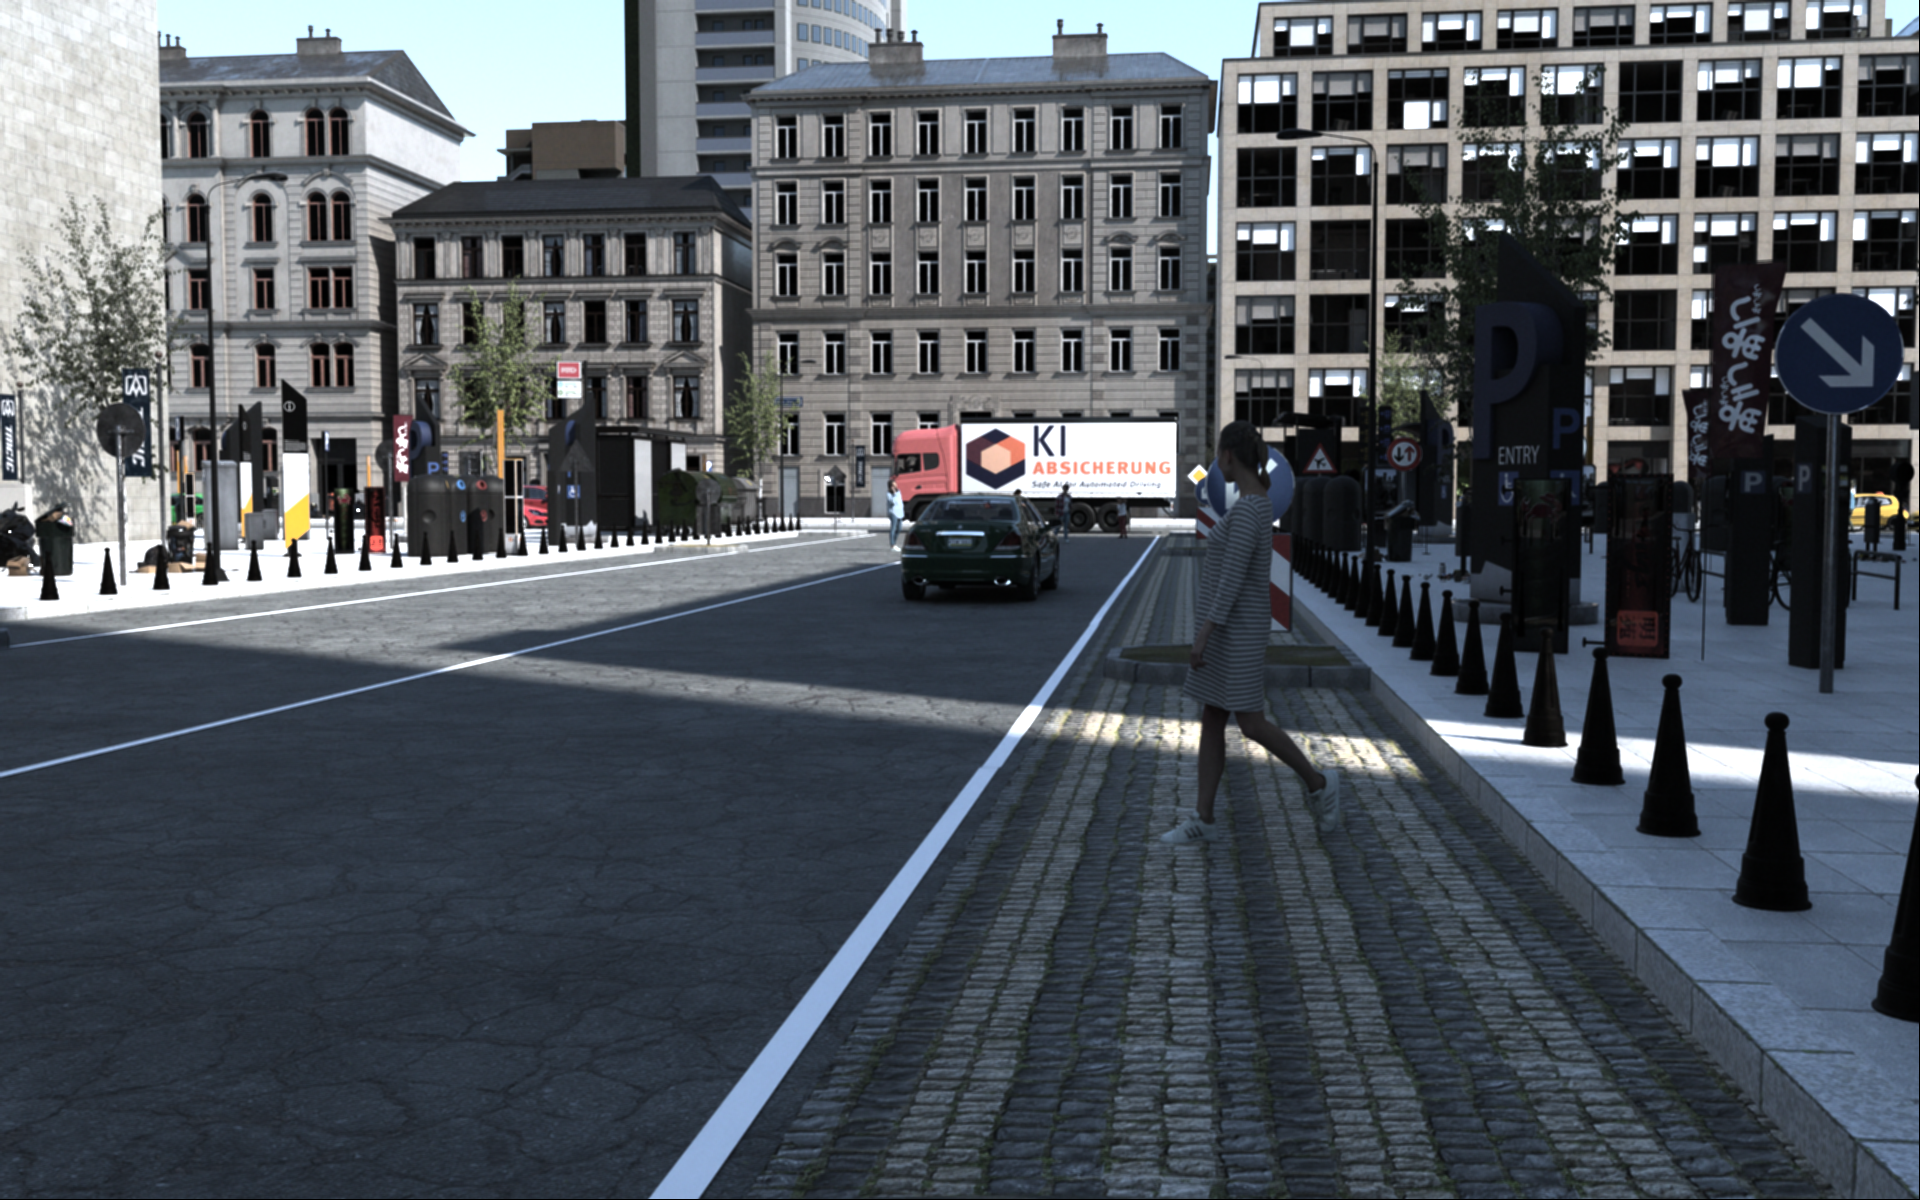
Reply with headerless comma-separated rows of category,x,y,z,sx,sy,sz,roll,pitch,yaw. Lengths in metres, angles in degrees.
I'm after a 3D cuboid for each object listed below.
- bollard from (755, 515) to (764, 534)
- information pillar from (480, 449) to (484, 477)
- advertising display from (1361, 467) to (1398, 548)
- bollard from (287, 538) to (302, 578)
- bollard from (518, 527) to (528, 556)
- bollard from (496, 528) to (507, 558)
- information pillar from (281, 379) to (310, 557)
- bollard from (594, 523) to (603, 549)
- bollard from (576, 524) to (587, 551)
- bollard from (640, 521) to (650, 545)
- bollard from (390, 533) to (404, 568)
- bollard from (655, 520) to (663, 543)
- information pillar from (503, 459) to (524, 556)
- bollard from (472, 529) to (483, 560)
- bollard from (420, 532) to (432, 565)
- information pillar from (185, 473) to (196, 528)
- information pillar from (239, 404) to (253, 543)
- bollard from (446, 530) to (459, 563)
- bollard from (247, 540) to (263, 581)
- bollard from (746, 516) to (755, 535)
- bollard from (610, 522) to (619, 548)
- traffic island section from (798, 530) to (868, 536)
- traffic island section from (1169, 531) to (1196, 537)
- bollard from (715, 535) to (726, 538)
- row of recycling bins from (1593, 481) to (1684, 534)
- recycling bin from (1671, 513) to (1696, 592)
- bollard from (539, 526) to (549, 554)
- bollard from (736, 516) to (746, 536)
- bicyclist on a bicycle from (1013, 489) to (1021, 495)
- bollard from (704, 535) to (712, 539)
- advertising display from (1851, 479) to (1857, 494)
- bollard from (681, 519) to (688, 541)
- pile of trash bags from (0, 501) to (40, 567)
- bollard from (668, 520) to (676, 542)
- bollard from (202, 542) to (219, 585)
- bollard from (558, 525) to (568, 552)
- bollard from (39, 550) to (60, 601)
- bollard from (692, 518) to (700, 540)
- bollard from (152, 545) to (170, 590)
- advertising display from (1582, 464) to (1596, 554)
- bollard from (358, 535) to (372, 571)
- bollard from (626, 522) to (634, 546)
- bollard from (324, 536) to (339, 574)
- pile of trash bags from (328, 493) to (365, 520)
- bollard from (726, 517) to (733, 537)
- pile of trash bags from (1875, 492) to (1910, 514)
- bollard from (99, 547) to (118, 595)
bollard,-6.470,-2.403,55.324,0.229,0.601,0.229,0,3,0
information pillar,-25.188,-6.109,91.235,0.183,3.616,0.504,0,4,-3
advertising display,10.043,-2.219,41.488,0.974,1.923,0.123,-1,4,-22
bollard,-10.266,-0.651,26.692,0.229,0.601,0.229,0,3,0
bollard,-9.053,-1.212,35.854,0.229,0.601,0.229,0,3,0
bollard,-9.199,-1.142,34.713,0.229,0.601,0.229,0,3,0
information pillar,-13.553,-2.687,35.294,0.504,3.616,0.183,-2,4,-29
bollard,-8.445,-1.492,40.442,0.229,0.601,0.229,0,3,0
bollard,-8.590,-1.422,39.294,0.229,0.601,0.229,0,3,0
bollard,-7.986,-1.703,43.882,0.229,0.601,0.229,0,3,0
bollard,-9.806,-0.862,30.134,0.229,0.601,0.229,0,3,0
bollard,-7.836,-1.773,45.032,0.229,0.601,0.229,0,3,0
information pillar,-9.308,-1.935,36.123,0.304,2.012,0.304,1,4,16
bollard,-9.353,-1.072,33.567,0.229,0.601,0.229,0,3,0
bollard,-9.653,-0.932,31.285,0.229,0.601,0.229,0,3,0
information pillar,-26.855,-3.422,60.444,0.304,2.012,0.304,-1,4,-18
information pillar,-18.670,-3.297,45.268,0.183,3.616,0.504,0,4,3
bollard,-9.503,-1.002,32.426,0.229,0.601,0.229,0,3,0
bollard,-10.413,-0.582,25.551,0.229,0.601,0.229,0,3,0
bollard,-6.626,-2.333,54.181,0.229,0.601,0.229,0,3,0
bollard,-8.295,-1.562,41.583,0.229,0.601,0.229,0,3,0
traffic island section,-4.349,-2.316,60.140,2.009,0.180,2.903,0,4,8
traffic island section,8.083,-2.215,58.495,2.009,0.180,2.903,0,4,8
bollard,-7.080,-2.122,50.738,0.229,0.601,0.229,0,3,0
row of recycling bins,21.834,-2.959,55.500,1.069,1.692,3.534,-2,4,-33
recycling bin,9.336,-0.641,23.031,0.722,1.027,0.722,2,4,32
bollard,-8.897,-1.282,37.002,0.229,0.601,0.229,0,3,0
bollard,-6.770,-2.263,53.039,0.229,0.601,0.229,0,3,0
bicyclist on a bicycle,2.133,-3.187,62.134,1.625,1.676,1.499,0,4,6
bollard,-7.227,-2.052,49.595,0.229,0.601,0.229,0,3,0
advertising display,38.304,-4.260,74.858,0.974,1.923,0.123,-1,4,-17
bollard,-7.533,-1.913,47.313,0.229,0.601,0.229,0,3,0
pile of trash bags,-17.763,-1.295,30.920,1.912,1.369,3.447,-3,5,-42
bollard,-7.681,-1.843,46.172,0.229,0.601,0.229,0,3,0
bollard,-10.568,-0.511,24.396,0.229,0.601,0.229,0,3,0
bollard,-8.746,-1.352,38.142,0.229,0.601,0.229,0,3,0
bollard,-11.021,-0.300,20.951,0.229,0.601,0.229,0,3,0
bollard,-7.379,-1.982,48.454,0.229,0.601,0.229,0,3,0
bollard,-10.721,-0.440,23.237,0.229,0.601,0.229,0,3,0
advertising display,13.178,-1.965,37.347,0.974,1.923,0.123,1,4,13
bollard,-9.959,-0.791,28.975,0.229,0.601,0.229,0,3,0
bollard,-8.142,-1.632,42.732,0.229,0.601,0.229,0,3,0
bollard,-10.113,-0.721,27.833,0.229,0.601,0.229,0,3,0
pile of trash bags,-30.699,-4.732,87.118,3.447,1.369,1.912,2,4,35
bollard,-6.924,-2.193,51.894,0.229,0.601,0.229,0,3,0
pile of trash bags,40.363,-4.036,75.746,1.912,1.369,3.447,1,4,20
bollard,-10.870,-0.370,22.093,0.229,0.601,0.229,0,3,0
